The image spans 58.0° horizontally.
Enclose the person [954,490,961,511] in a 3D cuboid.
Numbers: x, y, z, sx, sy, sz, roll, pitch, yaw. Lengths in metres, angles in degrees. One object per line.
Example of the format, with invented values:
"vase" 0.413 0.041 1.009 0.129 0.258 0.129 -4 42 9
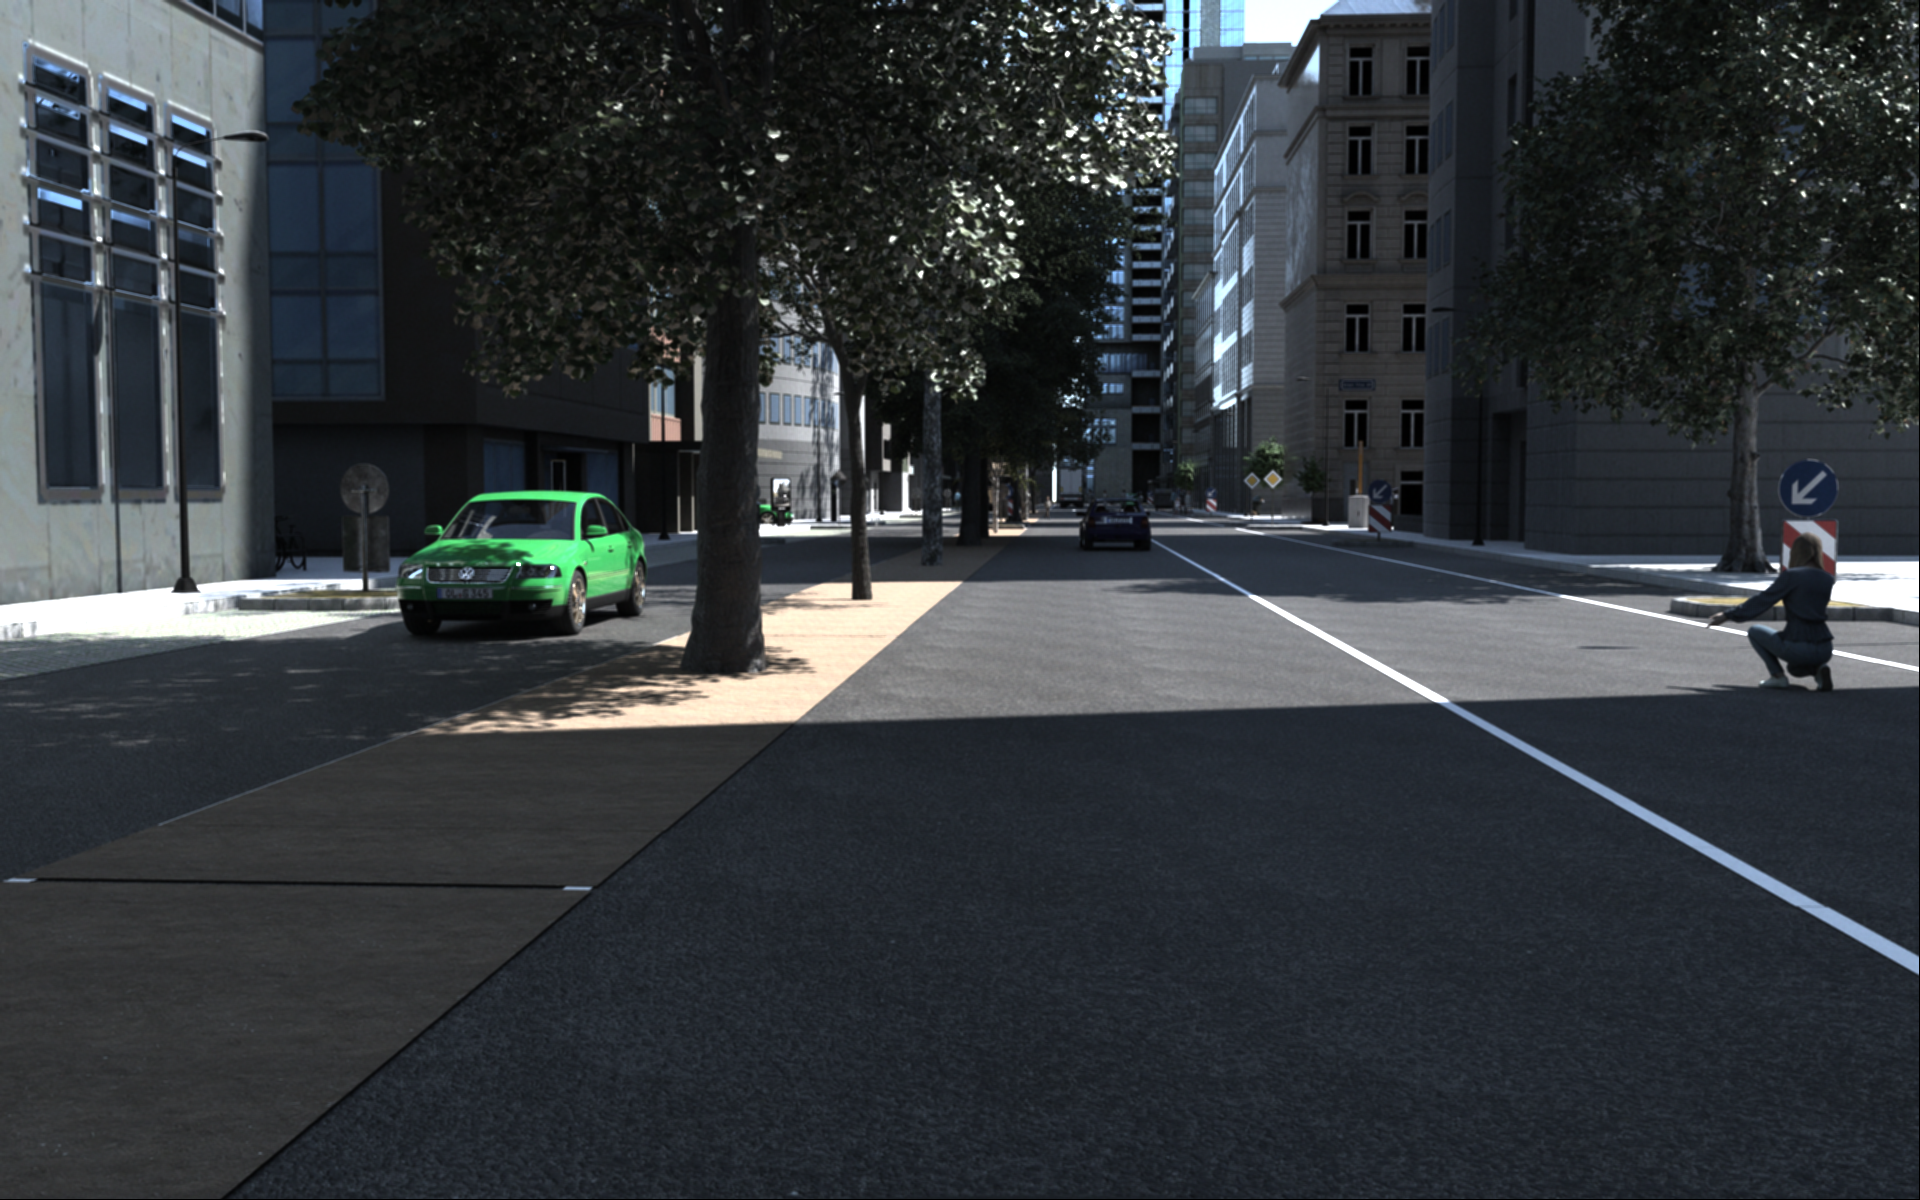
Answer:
"person" -0.190 -8.292 144.413 0.601 1.785 0.444 -1 4 -14

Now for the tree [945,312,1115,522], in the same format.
"tree" 2.589 -9.947 82.102 9.611 12.733 9.660 0 3 0

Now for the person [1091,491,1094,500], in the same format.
"person" 15.750 -12.105 206.396 0.705 1.826 1.348 0 4 -5

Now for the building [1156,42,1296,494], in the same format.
"building" 33.890 -34.798 188.557 23.786 49.044 30.456 0 4 4

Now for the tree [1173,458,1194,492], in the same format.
"tree" 20.831 -10.598 156.991 4.285 4.588 4.351 0 3 0

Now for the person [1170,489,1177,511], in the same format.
"person" 17.077 -7.919 137.996 0.620 1.820 0.660 3 5 42

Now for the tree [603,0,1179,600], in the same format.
"tree" -1.276 -5.292 23.395 8.767 10.594 7.601 0 4 4

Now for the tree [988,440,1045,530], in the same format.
"tree" 1.386 -7.026 67.696 4.737 8.622 4.395 0 3 0

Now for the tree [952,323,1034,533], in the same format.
"tree" 1.307 -6.742 63.052 4.360 8.622 3.978 0 3 0

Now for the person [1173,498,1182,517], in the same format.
"person" 13.309 -5.663 106.097 0.505 1.210 0.382 0 4 -5

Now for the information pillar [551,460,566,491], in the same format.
"information pillar" -8.641 -2.008 37.325 0.304 2.012 0.304 -1 4 -9

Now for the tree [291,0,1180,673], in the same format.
"tree" -1.914 -6.400 13.759 9.857 13.997 8.962 0 3 0

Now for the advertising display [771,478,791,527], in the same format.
"advertising display" -7.046 -3.848 68.129 0.123 1.923 0.974 3 5 40

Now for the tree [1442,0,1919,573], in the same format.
"tree" 12.827 -6.803 28.242 9.611 12.733 9.660 0 3 0

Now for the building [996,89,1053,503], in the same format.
"building" -0.667 -43.169 247.819 28.212 58.520 21.231 0 4 4

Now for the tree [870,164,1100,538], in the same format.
"tree" 0.666 -8.306 56.388 7.486 12.596 7.792 0 3 0

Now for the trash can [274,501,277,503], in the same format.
"trash can" -13.924 -1.386 34.311 0.748 1.137 0.748 0 3 0

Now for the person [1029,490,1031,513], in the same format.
"person" 5.249 -7.536 132.265 0.362 1.759 0.519 3 5 44

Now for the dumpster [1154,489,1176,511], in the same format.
"dumpster" 17.014 -8.279 143.574 1.865 1.857 1.264 0 4 3

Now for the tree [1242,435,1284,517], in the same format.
"tree" 17.361 -6.859 95.866 4.285 4.588 4.351 0 3 0

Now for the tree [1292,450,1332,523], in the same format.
"tree" 15.638 -5.019 76.665 1.663 3.219 1.824 0 3 0

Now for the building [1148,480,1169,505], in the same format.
"building" 39.953 -32.039 215.726 32.217 40.220 23.993 0 4 4

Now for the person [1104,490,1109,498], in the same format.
"person" 12.487 -8.493 147.927 0.524 1.755 0.480 0 4 4

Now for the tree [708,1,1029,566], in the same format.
"tree" -1.715 -10.800 34.931 12.611 20.169 13.585 0 3 0

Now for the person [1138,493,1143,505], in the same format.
"person" 15.642 -8.522 150.433 0.503 1.515 0.523 -1 4 -15

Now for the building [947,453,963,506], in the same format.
"building" -6.337 -25.637 190.859 14.160 30.474 14.107 0 4 4

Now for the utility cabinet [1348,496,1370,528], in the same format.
"utility cabinet" 14.969 -3.294 65.021 0.306 1.237 1.020 -1 4 -21

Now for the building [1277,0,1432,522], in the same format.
"building" 28.508 -17.476 82.989 25.104 27.353 12.463 0 4 4

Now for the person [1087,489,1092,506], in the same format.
"person" 9.739 -7.447 130.433 0.466 1.800 0.511 -1 4 -19

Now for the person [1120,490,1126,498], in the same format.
"person" 13.216 -8.029 140.049 0.678 1.792 0.850 3 5 42

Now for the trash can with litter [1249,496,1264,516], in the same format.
"trash can with litter" 17.423 -5.531 101.823 0.624 1.170 1.055 2 4 30

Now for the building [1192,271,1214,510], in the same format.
"building" 24.718 -18.003 143.500 9.793 20.994 18.267 0 4 4

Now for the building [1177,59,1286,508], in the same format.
"building" 28.027 -29.559 166.889 14.154 41.232 14.086 0 4 4

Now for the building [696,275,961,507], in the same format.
"building" -11.437 -31.456 168.929 22.147 44.769 28.867 0 4 4

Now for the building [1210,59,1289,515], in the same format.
"building" 24.108 -20.902 119.233 11.434 29.767 29.804 0 4 4

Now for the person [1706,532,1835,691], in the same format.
"person" 6.069 0.072 12.824 1.012 1.151 0.738 0 4 -4

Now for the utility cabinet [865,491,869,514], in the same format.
"utility cabinet" -6.278 -6.104 108.475 1.173 1.500 0.318 2 4 27

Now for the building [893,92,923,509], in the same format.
"building" -10.120 -28.134 143.581 14.154 41.232 14.086 0 4 4

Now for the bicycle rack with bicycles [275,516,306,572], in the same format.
"bicycle rack with bicycles" -11.967 -0.935 28.674 2.852 0.926 2.925 2 4 24

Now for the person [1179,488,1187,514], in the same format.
"person" 15.777 -6.971 122.275 0.655 1.846 0.447 -1 4 -9

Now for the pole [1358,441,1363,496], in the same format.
"pole" 15.348 -4.439 66.413 0.158 3.312 0.155 0 3 0

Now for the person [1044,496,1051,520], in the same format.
"person" 4.956 -5.190 97.626 0.475 1.303 0.640 -3 5 -41

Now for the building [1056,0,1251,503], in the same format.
"building" 29.404 -57.128 246.716 31.000 86.520 22.319 0 4 4

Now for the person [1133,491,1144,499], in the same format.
"person" 16.628 -9.289 161.191 1.217 1.723 0.721 -1 4 -14

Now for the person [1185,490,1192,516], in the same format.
"person" 14.846 -6.295 112.432 0.512 1.701 0.522 0 4 6
